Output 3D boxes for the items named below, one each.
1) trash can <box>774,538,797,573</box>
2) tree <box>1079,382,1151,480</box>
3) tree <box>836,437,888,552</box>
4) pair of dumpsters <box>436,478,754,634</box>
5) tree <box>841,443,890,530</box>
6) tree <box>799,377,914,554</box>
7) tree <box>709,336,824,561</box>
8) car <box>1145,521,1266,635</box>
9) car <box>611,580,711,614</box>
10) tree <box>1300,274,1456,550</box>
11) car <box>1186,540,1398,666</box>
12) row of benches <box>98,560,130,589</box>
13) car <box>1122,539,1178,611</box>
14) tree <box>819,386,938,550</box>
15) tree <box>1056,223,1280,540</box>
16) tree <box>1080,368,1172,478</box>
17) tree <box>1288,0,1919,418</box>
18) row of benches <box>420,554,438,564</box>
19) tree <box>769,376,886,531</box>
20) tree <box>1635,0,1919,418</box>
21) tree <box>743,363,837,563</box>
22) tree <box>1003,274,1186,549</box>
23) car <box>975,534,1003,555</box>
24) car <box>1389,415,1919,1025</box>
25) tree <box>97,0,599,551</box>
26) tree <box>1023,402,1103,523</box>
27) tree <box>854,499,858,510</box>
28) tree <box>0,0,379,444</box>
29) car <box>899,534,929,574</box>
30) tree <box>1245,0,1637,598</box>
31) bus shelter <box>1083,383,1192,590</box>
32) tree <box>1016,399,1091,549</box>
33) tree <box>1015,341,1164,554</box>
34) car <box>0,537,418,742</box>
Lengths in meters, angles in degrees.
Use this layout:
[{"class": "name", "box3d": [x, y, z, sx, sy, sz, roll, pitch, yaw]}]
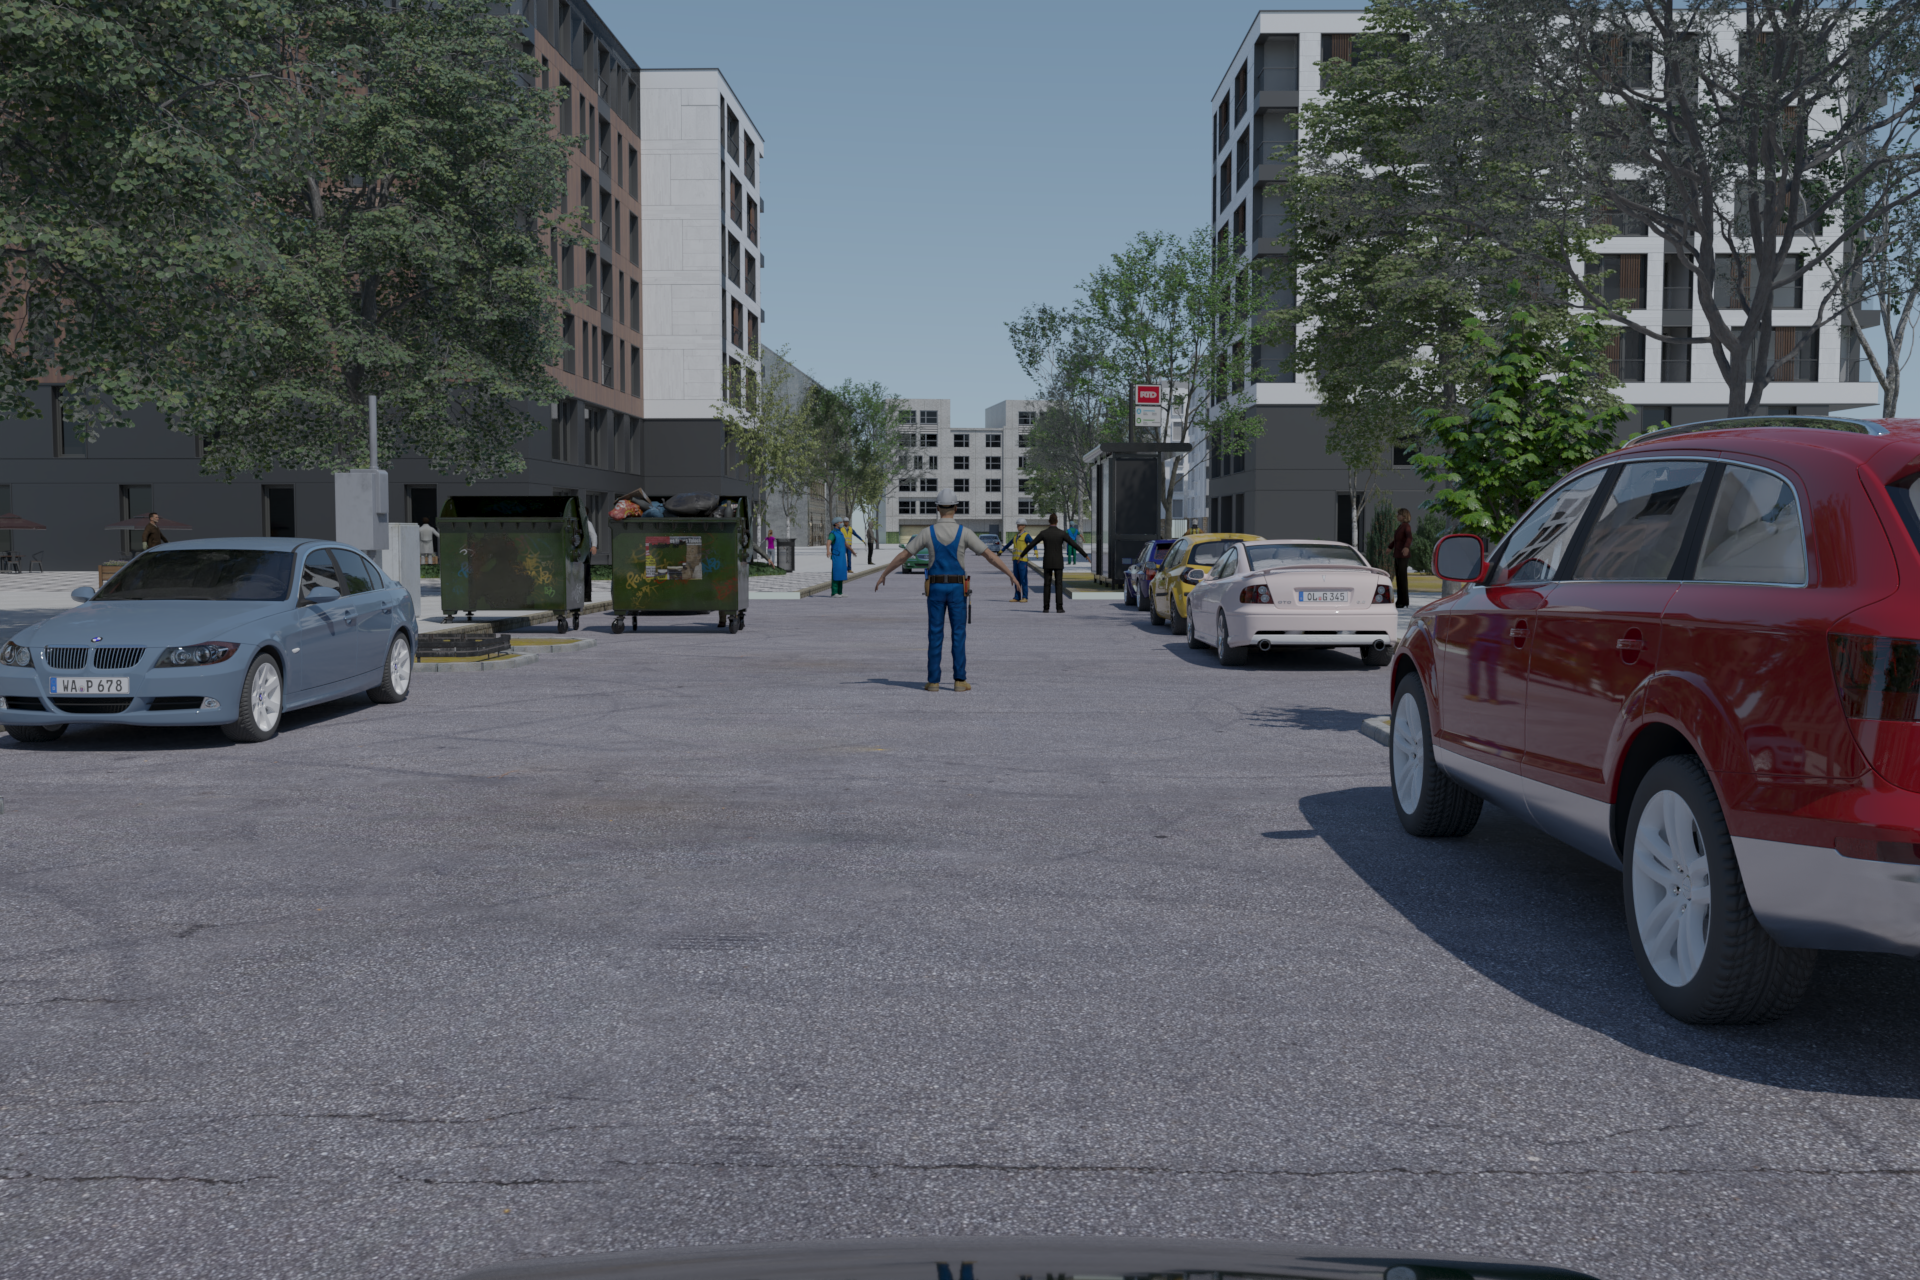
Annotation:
[{"class": "trash can", "box3d": [-5.786, -2.806, 57.523, 0.748, 1.137, 0.748, 0, 3, 0]}, {"class": "tree", "box3d": [8.020, -8.118, 83.093, 4.360, 8.622, 3.978, 0, 3, 0]}, {"class": "tree", "box3d": [-7.005, -10.791, 126.801, 4.737, 8.622, 4.395, 0, 3, 0]}, {"class": "pair of dumpsters", "box3d": [-5.279, -1.239, 25.213, 4.436, 2.255, 1.574, 0, 4, 1]}, {"class": "tree", "box3d": [-7.243, -11.259, 134.448, 4.737, 8.622, 4.395, 0, 3, 0]}, {"class": "tree", "box3d": [-7.201, -11.473, 113.343, 9.928, 11.665, 9.643, 0, 3, 0]}, {"class": "tree", "box3d": [-7.393, -7.038, 65.439, 4.737, 8.622, 4.395, 0, 3, 0]}, {"class": "car", "box3d": [3.851, -0.966, 26.013, 2.015, 1.641, 3.980, 0, 4, 0]}, {"class": "car", "box3d": [-5.291, -1.365, 32.109, 2.009, 1.686, 4.222, 0, 4, 1]}, {"class": "tree", "box3d": [10.687, -5.938, 47.444, 4.360, 8.622, 3.978, 0, 3, 0]}, {"class": "car", "box3d": [3.769, -0.479, 20.191, 2.083, 1.381, 4.827, 0, 4, 1]}, {"class": "row of benches", "box3d": [-18.423, -1.572, 41.159, 4.104, 0.672, 1.422, 0, 4, -2]}, {"class": "car", "box3d": [4.163, -1.282, 33.535, 1.945, 1.354, 3.894, 0, 3, 0]}, {"class": "tree", "box3d": [-6.914, -14.257, 143.474, 12.009, 13.543, 11.850, 0, 3, 0]}, {"class": "tree", "box3d": [7.083, -8.138, 58.817, 9.928, 11.665, 9.643, 0, 3, 0]}, {"class": "tree", "box3d": [8.005, -7.700, 76.252, 4.360, 8.622, 3.978, 0, 3, 0]}, {"class": "tree", "box3d": [9.849, -6.808, 21.681, 12.009, 13.543, 11.850, 0, 3, 0]}, {"class": "row of benches", "box3d": [-17.826, -2.570, 57.479, 4.104, 0.672, 1.422, -1, 4, -22]}, {"class": "tree", "box3d": [-7.832, -10.303, 102.868, 7.601, 10.594, 8.767, 0, 4, 6]}, {"class": "tree", "box3d": [25.399, -11.878, 50.090, 12.611, 20.169, 13.585, 0, 3, 0]}, {"class": "tree", "box3d": [-7.728, -7.638, 75.237, 4.360, 8.622, 3.978, 0, 3, 0]}, {"class": "tree", "box3d": [9.839, -16.465, 125.093, 12.611, 20.169, 13.585, 0, 3, 0]}, {"class": "car", "box3d": [1.917, -6.446, 117.395, 2.014, 1.417, 4.499, 0, 4, 0]}, {"class": "car", "box3d": [3.109, 0.128, 6.586, 2.281, 1.827, 5.304, 0, 4, 1]}, {"class": "tree", "box3d": [-11.748, -7.763, 33.575, 9.857, 13.997, 8.962, 0, 3, 0]}, {"class": "tree", "box3d": [8.720, -12.886, 136.440, 9.928, 11.665, 9.643, 0, 3, 0]}, {"class": "tree", "box3d": [-15.382, -17.223, 231.953, 4.737, 8.622, 4.395, 0, 3, 0]}, {"class": "tree", "box3d": [-11.225, -6.818, 18.129, 9.857, 13.997, 8.962, 0, 3, 0]}, {"class": "car", "box3d": [-1.168, -3.175, 63.709, 2.131, 1.459, 4.920, 0, 4, 1]}, {"class": "tree", "box3d": [9.312, -7.080, 33.887, 7.486, 12.596, 7.792, 0, 3, 0]}, {"class": "bus shelter", "box3d": [4.301, -4.053, 43.897, 2.179, 5.291, 8.768, 0, 4, 0]}, {"class": "tree", "box3d": [8.420, -13.848, 144.547, 7.486, 12.596, 7.792, 0, 3, 0]}, {"class": "tree", "box3d": [8.414, -12.183, 109.563, 12.009, 13.543, 11.850, 0, 3, 0]}, {"class": "car", "box3d": [-5.624, -0.088, 13.445, 2.014, 1.417, 4.499, 0, 4, 1]}]
